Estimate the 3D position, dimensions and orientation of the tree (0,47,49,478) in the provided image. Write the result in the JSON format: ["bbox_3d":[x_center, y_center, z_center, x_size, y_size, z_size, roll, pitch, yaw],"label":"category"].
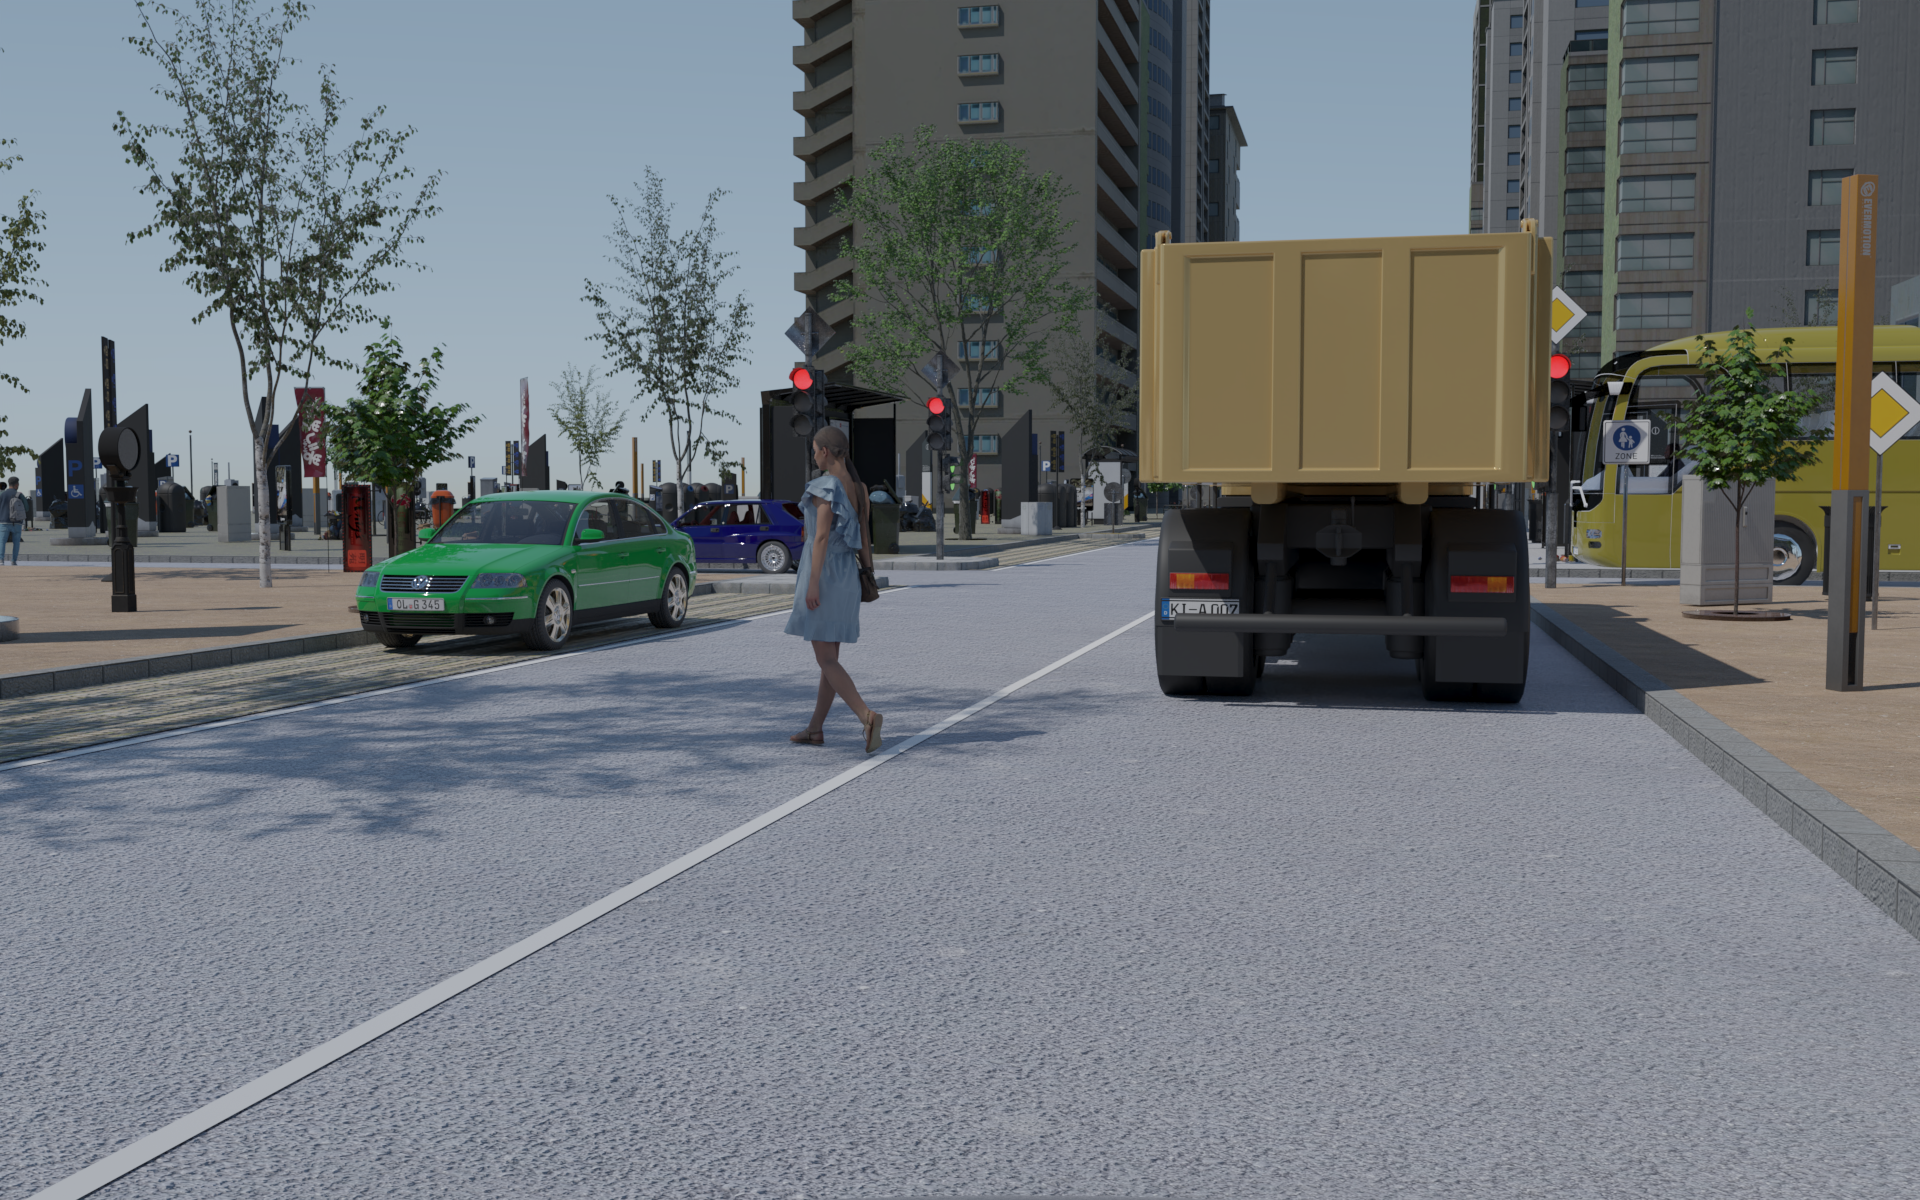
[{"bbox_3d":[-15.554,-4.617,25.848,4.737,8.622,4.395,0,3,0],"label":"tree"}]

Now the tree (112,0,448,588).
[{"bbox_3d":[-9.372,-4.466,23.376,4.360,8.622,3.978,0,3,0],"label":"tree"}]

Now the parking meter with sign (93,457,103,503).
[{"bbox_3d":[-40.713,-5.199,81.272,0.543,3.016,1.738,-1,4,-14],"label":"parking meter with sign"}]

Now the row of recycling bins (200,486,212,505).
[{"bbox_3d":[-37.193,-4.854,86.482,1.069,1.692,3.534,-1,4,-14],"label":"row of recycling bins"}]

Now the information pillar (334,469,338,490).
[{"bbox_3d":[-37.241,-6.850,103.347,0.183,3.616,0.504,0,4,-5],"label":"information pillar"}]

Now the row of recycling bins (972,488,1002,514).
[{"bbox_3d":[2.126,-6.273,109.668,3.534,1.692,1.069,2,4,30],"label":"row of recycling bins"}]

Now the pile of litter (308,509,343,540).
[{"bbox_3d":[-17.383,-2.111,48.479,1.719,0.858,1.176,2,4,25],"label":"pile of litter"}]

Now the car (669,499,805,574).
[{"bbox_3d":[-4.378,-1.179,31.863,3.894,1.354,1.945,1,4,14],"label":"car"}]

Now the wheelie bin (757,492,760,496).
[{"bbox_3d":[-7.438,-3.587,66.559,0.693,1.594,0.980,-2,4,-30],"label":"wheelie bin"}]

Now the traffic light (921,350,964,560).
[{"bbox_3d":[-0.372,-2.738,33.693,0.839,4.253,0.868,1,4,14],"label":"traffic light"}]

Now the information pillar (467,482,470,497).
[{"bbox_3d":[-29.484,-6.114,104.460,0.304,2.012,0.304,2,4,34],"label":"information pillar"}]

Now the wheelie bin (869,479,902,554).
[{"bbox_3d":[-1.594,-1.783,37.059,0.693,1.594,0.980,0,4,-2],"label":"wheelie bin"}]

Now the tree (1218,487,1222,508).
[{"bbox_3d":[17.321,-10.158,116.452,4.737,8.622,4.395,0,3,0],"label":"tree"}]

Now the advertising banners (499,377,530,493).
[{"bbox_3d":[-6.902,-1.874,26.833,0.090,3.025,2.074,-2,4,-26],"label":"advertising banners"}]

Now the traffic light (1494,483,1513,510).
[{"bbox_3d":[9.900,-2.588,31.240,0.839,4.253,0.868,1,4,14],"label":"traffic light"}]

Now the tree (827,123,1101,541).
[{"bbox_3d":[0.142,-7.484,48.116,9.928,11.665,9.643,0,3,0],"label":"tree"}]

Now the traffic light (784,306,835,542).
[{"bbox_3d":[-2.245,-2.264,25.930,0.839,4.253,0.868,1,4,14],"label":"traffic light"}]

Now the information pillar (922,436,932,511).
[{"bbox_3d":[-1.245,-4.559,65.894,0.183,3.616,0.504,-3,5,-41],"label":"information pillar"}]

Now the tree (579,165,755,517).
[{"bbox_3d":[-6.336,-5.411,38.839,4.360,8.622,3.978,0,3,0],"label":"tree"}]

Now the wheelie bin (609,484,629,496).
[{"bbox_3d":[-10.784,-2.867,54.778,0.693,1.594,0.980,-1,4,-12],"label":"wheelie bin"}]

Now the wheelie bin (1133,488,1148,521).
[{"bbox_3d":[8.539,-4.528,81.941,0.693,1.594,0.980,0,4,-4],"label":"wheelie bin"}]

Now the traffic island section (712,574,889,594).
[{"bbox_3d":[-2.281,-0.232,26.073,2.009,0.180,2.903,1,4,14],"label":"traffic island section"}]

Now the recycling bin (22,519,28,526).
[{"bbox_3d":[-37.588,-3.448,68.926,0.722,1.027,0.722,-1,4,-12],"label":"recycling bin"}]

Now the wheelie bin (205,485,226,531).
[{"bbox_3d":[-25.562,-3.177,59.856,0.693,1.594,0.980,1,4,20],"label":"wheelie bin"}]

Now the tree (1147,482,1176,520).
[{"bbox_3d":[9.889,-5.676,87.401,1.663,3.219,1.824,0,3,0],"label":"tree"}]

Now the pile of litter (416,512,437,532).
[{"bbox_3d":[-18.133,-2.779,59.398,1.176,0.858,1.719,2,4,24],"label":"pile of litter"}]

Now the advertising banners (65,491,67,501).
[{"bbox_3d":[-51.371,-6.305,99.272,2.074,3.025,0.090,-3,5,-43],"label":"advertising banners"}]

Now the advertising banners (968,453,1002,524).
[{"bbox_3d":[1.106,-4.752,73.878,2.074,3.025,0.090,3,5,40],"label":"advertising banners"}]

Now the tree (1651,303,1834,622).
[{"bbox_3d":[7.994,-1.412,17.690,1.663,3.219,1.824,0,3,0],"label":"tree"}]

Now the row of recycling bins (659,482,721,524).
[{"bbox_3d":[-9.574,-3.321,61.411,1.069,1.692,3.534,2,4,24],"label":"row of recycling bins"}]

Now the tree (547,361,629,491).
[{"bbox_3d":[-20.932,-8.958,96.827,4.737,8.622,4.395,0,3,0],"label":"tree"}]

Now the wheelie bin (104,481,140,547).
[{"bbox_3d":[-20.245,-2.077,41.873,0.693,1.594,0.980,-3,5,-43],"label":"wheelie bin"}]

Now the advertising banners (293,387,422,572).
[{"bbox_3d":[-9.832,-1.962,28.271,2.074,3.025,0.090,0,4,4],"label":"advertising banners"}]

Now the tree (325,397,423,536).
[{"bbox_3d":[-17.864,-4.235,52.962,4.285,4.588,4.351,0,3,0],"label":"tree"}]

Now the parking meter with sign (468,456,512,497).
[{"bbox_3d":[-21.613,-5.088,79.449,1.738,3.016,0.543,1,4,10],"label":"parking meter with sign"}]

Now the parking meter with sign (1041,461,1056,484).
[{"bbox_3d":[4.866,-5.810,91.262,0.543,3.016,1.738,2,4,24],"label":"parking meter with sign"}]

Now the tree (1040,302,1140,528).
[{"bbox_3d":[4.929,-7.067,65.908,4.360,8.622,3.978,0,3,0],"label":"tree"}]

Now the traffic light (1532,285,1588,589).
[{"bbox_3d":[8.027,-2.114,23.477,0.839,4.253,0.868,1,4,14],"label":"traffic light"}]

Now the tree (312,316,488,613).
[{"bbox_3d":[-6.321,-1.493,19.014,1.663,3.219,1.824,0,3,0],"label":"tree"}]

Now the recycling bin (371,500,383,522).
[{"bbox_3d":[-27.274,-4.146,80.337,0.722,1.027,0.722,3,5,43],"label":"recycling bin"}]

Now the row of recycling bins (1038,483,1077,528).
[{"bbox_3d":[3.760,-3.641,66.648,1.069,1.692,3.534,1,4,19],"label":"row of recycling bins"}]

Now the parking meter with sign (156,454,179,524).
[{"bbox_3d":[-34.575,-4.838,75.370,0.543,3.016,1.738,0,4,-2],"label":"parking meter with sign"}]

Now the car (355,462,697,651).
[{"bbox_3d":[-4.180,-0.520,17.305,1.959,1.807,4.718,1,4,14],"label":"car"}]

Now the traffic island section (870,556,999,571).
[{"bbox_3d":[-0.408,-0.707,33.836,2.009,0.180,2.903,1,4,14],"label":"traffic island section"}]

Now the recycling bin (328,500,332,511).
[{"bbox_3d":[-26.229,-3.668,72.521,0.722,1.027,0.722,0,4,7],"label":"recycling bin"}]

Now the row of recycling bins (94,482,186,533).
[{"bbox_3d":[-27.460,-3.061,57.158,3.534,1.692,1.069,-3,4,-36],"label":"row of recycling bins"}]

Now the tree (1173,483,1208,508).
[{"bbox_3d":[12.898,-7.025,98.579,4.285,4.588,4.351,0,3,0],"label":"tree"}]

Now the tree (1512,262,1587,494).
[{"bbox_3d":[16.647,-6.221,52.073,4.360,8.622,3.978,0,3,0],"label":"tree"}]

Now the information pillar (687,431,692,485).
[{"bbox_3d":[-9.982,-4.433,63.836,0.183,3.616,0.504,-1,4,-19],"label":"information pillar"}]

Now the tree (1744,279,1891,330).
[{"bbox_3d":[28.648,-6.646,59.026,4.360,8.622,3.978,0,3,0],"label":"tree"}]

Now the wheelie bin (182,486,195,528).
[{"bbox_3d":[-29.430,-3.536,65.723,0.693,1.594,0.980,-2,4,-35],"label":"wheelie bin"}]

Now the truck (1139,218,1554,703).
[{"bbox_3d":[3.473,-1.206,15.644,3.469,3.379,9.791,1,4,13],"label":"truck"}]

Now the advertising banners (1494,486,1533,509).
[{"bbox_3d":[22.602,-4.519,70.078,2.074,3.025,0.090,1,4,20],"label":"advertising banners"}]

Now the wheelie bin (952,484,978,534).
[{"bbox_3d":[0.170,-2.924,55.716,0.693,1.594,0.980,-2,4,-28],"label":"wheelie bin"}]

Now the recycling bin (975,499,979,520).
[{"bbox_3d":[0.475,-4.529,86.607,0.722,1.027,0.722,-2,4,-27],"label":"recycling bin"}]

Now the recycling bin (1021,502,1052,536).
[{"bbox_3d":[2.383,-2.524,53.824,0.722,1.027,0.722,-3,5,-43],"label":"recycling bin"}]
